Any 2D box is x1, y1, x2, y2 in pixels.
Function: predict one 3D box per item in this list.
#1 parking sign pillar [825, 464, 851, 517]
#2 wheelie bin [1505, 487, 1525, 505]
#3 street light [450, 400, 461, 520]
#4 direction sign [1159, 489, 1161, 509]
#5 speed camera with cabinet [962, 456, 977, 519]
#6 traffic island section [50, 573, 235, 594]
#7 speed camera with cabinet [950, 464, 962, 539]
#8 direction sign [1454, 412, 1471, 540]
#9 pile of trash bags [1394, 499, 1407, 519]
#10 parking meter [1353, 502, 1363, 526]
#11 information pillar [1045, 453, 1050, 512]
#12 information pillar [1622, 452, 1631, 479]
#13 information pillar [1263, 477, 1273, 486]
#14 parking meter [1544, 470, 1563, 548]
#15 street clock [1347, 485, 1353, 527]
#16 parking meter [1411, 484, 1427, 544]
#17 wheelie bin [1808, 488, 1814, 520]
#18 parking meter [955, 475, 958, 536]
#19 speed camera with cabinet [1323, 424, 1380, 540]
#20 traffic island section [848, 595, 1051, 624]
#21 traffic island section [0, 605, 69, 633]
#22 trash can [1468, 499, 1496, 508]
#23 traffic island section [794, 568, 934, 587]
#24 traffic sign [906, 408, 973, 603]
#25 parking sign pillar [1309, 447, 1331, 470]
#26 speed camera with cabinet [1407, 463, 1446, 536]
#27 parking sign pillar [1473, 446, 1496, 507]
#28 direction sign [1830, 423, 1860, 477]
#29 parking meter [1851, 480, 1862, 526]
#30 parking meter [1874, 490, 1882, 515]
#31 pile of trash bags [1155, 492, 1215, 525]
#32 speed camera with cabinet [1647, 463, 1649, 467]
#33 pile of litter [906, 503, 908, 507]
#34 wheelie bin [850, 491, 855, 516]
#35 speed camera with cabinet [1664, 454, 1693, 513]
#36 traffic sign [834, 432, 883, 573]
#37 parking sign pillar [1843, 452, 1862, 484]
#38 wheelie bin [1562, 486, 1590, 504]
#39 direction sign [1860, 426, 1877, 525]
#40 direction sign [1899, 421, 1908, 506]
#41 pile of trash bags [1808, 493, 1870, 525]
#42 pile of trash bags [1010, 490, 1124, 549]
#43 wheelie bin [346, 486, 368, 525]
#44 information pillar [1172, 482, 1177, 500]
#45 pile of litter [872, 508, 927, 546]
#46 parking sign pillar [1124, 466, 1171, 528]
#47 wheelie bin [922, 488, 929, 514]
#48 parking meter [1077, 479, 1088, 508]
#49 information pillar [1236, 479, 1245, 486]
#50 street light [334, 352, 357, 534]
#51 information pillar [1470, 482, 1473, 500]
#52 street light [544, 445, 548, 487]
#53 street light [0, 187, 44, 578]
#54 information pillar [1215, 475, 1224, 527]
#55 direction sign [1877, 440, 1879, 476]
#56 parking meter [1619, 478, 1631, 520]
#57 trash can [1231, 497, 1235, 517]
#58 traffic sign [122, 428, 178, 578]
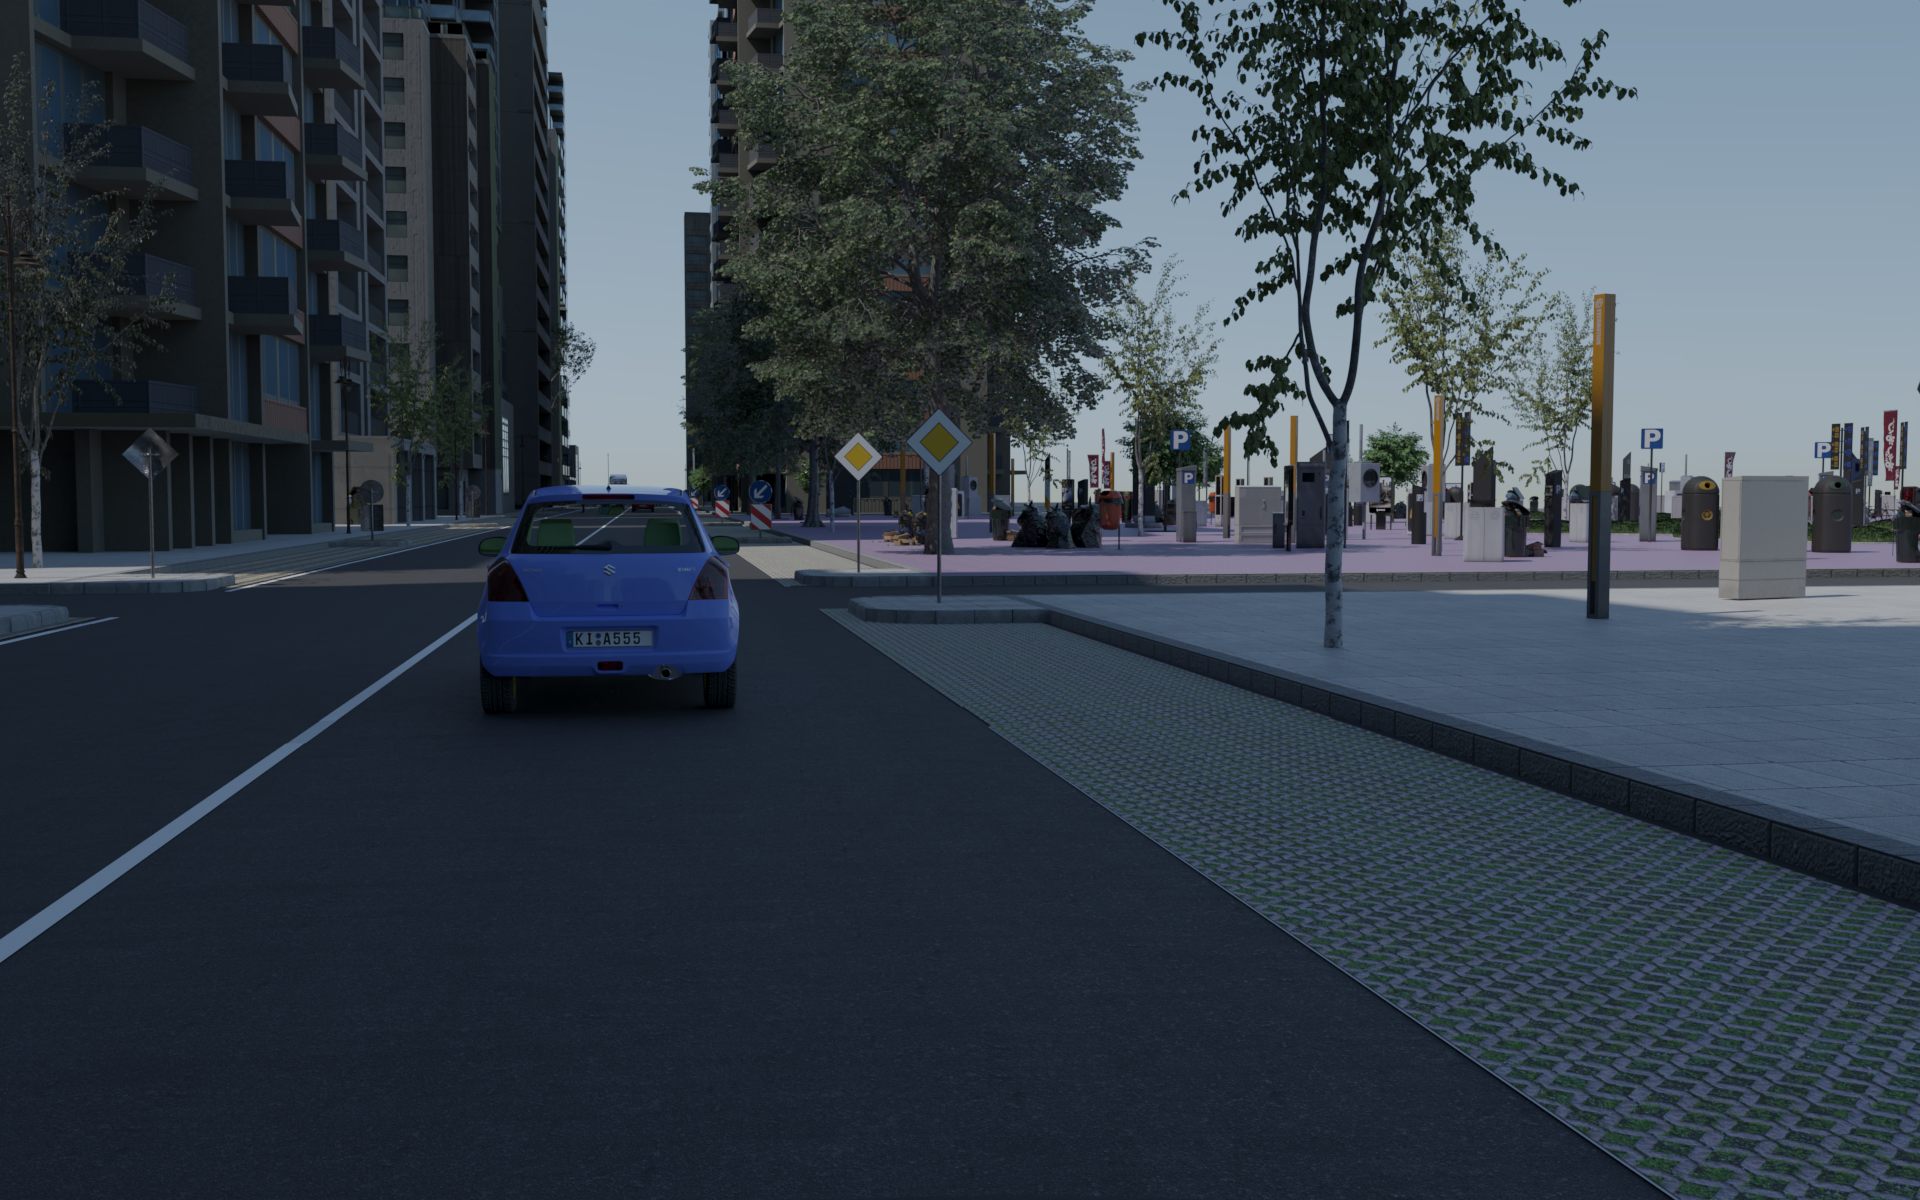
[{"bbox_3d":[-6.788,-6.603,96.439,1.447,3.967,1.447,-1,4,-17],"label":"parking sign pillar"},{"bbox_3d":[24.799,-4.255,77.469,0.693,1.594,0.980,3,4,36],"label":"wheelie bin"},{"bbox_3d":[-24.875,-6.889,85.426,0.468,5.910,1.993,-1,4,-10],"label":"street light"},{"bbox_3d":[8.481,-4.981,73.443,0.876,3.537,0.379,0,4,-2],"label":"direction sign"},{"bbox_3d":[0.047,-5.756,88.443,0.660,3.252,2.038,3,5,40],"label":"speed camera with cabinet"},{"bbox_3d":[-12.307,-0.250,26.371,2.009,0.180,2.903,-1,4,-10],"label":"traffic island section"},{"bbox_3d":[-0.403,-3.422,50.287,0.660,3.252,2.038,0,4,-3],"label":"speed camera with cabinet"},{"bbox_3d":[13.909,-3.423,47.959,0.379,3.537,0.876,-1,4,-9],"label":"direction sign"},{"bbox_3d":[22.998,-4.876,89.478,3.447,1.369,1.912,-1,4,-21],"label":"pile of trash bags"},{"bbox_3d":[16.169,-3.786,70.308,0.372,1.533,0.369,0,3,0],"label":"parking meter"},{"bbox_3d":[4.992,-6.560,98.612,0.183,3.616,0.504,-2,4,-30],"label":"information pillar"},{"bbox_3d":[36.790,-6.375,95.580,0.504,3.616,0.183,-1,4,-17],"label":"information pillar"},{"bbox_3d":[13.188,-4.258,74.116,0.304,2.012,0.304,-3,5,-44],"label":"information pillar"},{"bbox_3d":[14.226,-2.192,41.548,0.399,1.863,0.255,-3,4,-37],"label":"parking meter"},{"bbox_3d":[15.348,-3.886,68.109,0.358,2.002,0.471,0,4,0],"label":"street clock"},{"bbox_3d":[11.724,-2.190,44.220,0.372,1.533,0.369,0,3,0],"label":"parking meter"},{"bbox_3d":[41.641,-4.683,84.474,0.980,1.594,0.693,-3,4,-38],"label":"wheelie bin"},{"bbox_3d":[-0.285,-2.862,52.508,0.399,1.863,0.255,3,5,40],"label":"parking meter"},{"bbox_3d":[10.793,-3.319,48.609,2.038,3.252,0.660,-2,4,-24],"label":"speed camera with cabinet"},{"bbox_3d":[-0.227,0.115,20.409,2.009,0.180,2.903,-1,4,-10],"label":"traffic island section"},{"bbox_3d":[-10.900,0.231,18.510,2.009,0.180,2.903,-1,4,-10],"label":"traffic island section"},{"bbox_3d":[13.813,-2.092,45.854,0.748,1.137,0.748,0,3,0],"label":"trash can"},{"bbox_3d":[-1.634,-0.366,28.269,2.009,0.180,2.903,-1,4,-10],"label":"traffic island section"},{"bbox_3d":[-0.248,-1.020,20.328,0.795,2.450,0.064,-1,4,-10],"label":"traffic sign"},{"bbox_3d":[18.496,-6.108,88.336,1.447,3.967,1.447,2,4,30],"label":"parking sign pillar"},{"bbox_3d":[14.285,-3.593,53.076,0.660,3.252,2.038,0,4,-2],"label":"speed camera with cabinet"},{"bbox_3d":[29.766,-6.718,98.312,1.447,3.967,1.447,-2,4,-34],"label":"parking sign pillar"},{"bbox_3d":[28.176,-3.878,55.408,0.379,3.537,0.876,-1,4,-16],"label":"direction sign"},{"bbox_3d":[36.222,-3.933,70.023,0.399,1.863,0.255,0,4,7],"label":"parking meter"},{"bbox_3d":[51.443,-5.420,97.030,0.372,1.533,0.369,0,3,0],"label":"parking meter"},{"bbox_3d":[9.440,-3.806,71.975,3.447,1.369,1.912,-2,4,-28],"label":"pile of trash bags"},{"bbox_3d":[43.461,-7.158,111.362,2.038,3.252,0.660,3,5,44],"label":"speed camera with cabinet"},{"bbox_3d":[-3.169,-4.927,94.516,1.719,0.858,1.176,-1,4,-10],"label":"pile of litter"},{"bbox_3d":[-6.650,-5.854,103.613,0.693,1.594,0.980,0,4,-6],"label":"wheelie bin"},{"bbox_3d":[35.636,-5.579,85.556,2.038,3.252,0.660,-3,4,-37],"label":"speed camera with cabinet"},{"bbox_3d":[-1.656,-1.501,28.188,0.795,2.450,0.064,-1,4,-10],"label":"traffic sign"},{"bbox_3d":[48.464,-6.453,93.985,1.447,3.967,1.447,-2,4,-34],"label":"parking sign pillar"},{"bbox_3d":[23.330,-3.491,64.983,0.980,1.594,0.693,-1,4,-16],"label":"wheelie bin"},{"bbox_3d":[30.458,-4.061,58.396,0.379,3.537,0.876,1,4,13],"label":"direction sign"},{"bbox_3d":[29.581,-3.814,54.357,0.379,3.537,0.876,1,4,17],"label":"direction sign"},{"bbox_3d":[36.388,-3.839,72.520,1.912,1.369,3.447,-1,4,-18],"label":"pile of trash bags"},{"bbox_3d":[2.737,-1.926,41.241,1.912,1.369,3.447,-2,4,-33],"label":"pile of trash bags"},{"bbox_3d":[-25.075,-3.931,72.173,0.693,1.594,0.980,1,4,16],"label":"wheelie bin"},{"bbox_3d":[11.813,-6.322,94.719,0.504,3.616,0.183,1,4,14],"label":"information pillar"},{"bbox_3d":[-1.222,-1.808,43.528,1.719,0.858,1.176,-3,5,-43],"label":"pile of litter"},{"bbox_3d":[7.028,-4.757,66.242,1.447,3.967,1.447,-1,4,-16],"label":"parking sign pillar"},{"bbox_3d":[-1.379,-4.771,85.918,0.980,1.594,0.693,-2,4,-24],"label":"wheelie bin"},{"bbox_3d":[4.743,-3.745,66.935,0.255,1.863,0.399,-3,5,-41],"label":"parking meter"},{"bbox_3d":[13.225,-4.729,81.810,0.304,2.012,0.304,-3,5,-42],"label":"information pillar"},{"bbox_3d":[-19.796,-5.084,55.909,0.468,5.910,1.993,-1,4,-10],"label":"street light"},{"bbox_3d":[31.521,-6.240,106.520,0.304,2.012,0.304,1,4,13],"label":"information pillar"},{"bbox_3d":[-38.389,-11.499,160.797,0.468,5.910,1.993,-1,4,-10],"label":"street light"},{"bbox_3d":[-14.325,-3.269,26.231,0.468,5.910,1.993,-1,4,-10],"label":"street light"},{"bbox_3d":[10.273,-3.902,68.295,0.304,2.012,0.304,-3,5,-43],"label":"information pillar"},{"bbox_3d":[38.637,-4.988,73.550,0.379,3.537,0.876,-1,4,-14],"label":"direction sign"},{"bbox_3d":[24.373,-3.534,63.495,0.255,1.863,0.399,-1,4,-11],"label":"parking meter"},{"bbox_3d":[15.023,-5.191,96.522,0.748,1.137,0.748,0,3,0],"label":"trash can"},{"bbox_3d":[-12.285,-1.387,26.313,0.795,2.450,0.064,-1,4,-10],"label":"traffic sign"}]
